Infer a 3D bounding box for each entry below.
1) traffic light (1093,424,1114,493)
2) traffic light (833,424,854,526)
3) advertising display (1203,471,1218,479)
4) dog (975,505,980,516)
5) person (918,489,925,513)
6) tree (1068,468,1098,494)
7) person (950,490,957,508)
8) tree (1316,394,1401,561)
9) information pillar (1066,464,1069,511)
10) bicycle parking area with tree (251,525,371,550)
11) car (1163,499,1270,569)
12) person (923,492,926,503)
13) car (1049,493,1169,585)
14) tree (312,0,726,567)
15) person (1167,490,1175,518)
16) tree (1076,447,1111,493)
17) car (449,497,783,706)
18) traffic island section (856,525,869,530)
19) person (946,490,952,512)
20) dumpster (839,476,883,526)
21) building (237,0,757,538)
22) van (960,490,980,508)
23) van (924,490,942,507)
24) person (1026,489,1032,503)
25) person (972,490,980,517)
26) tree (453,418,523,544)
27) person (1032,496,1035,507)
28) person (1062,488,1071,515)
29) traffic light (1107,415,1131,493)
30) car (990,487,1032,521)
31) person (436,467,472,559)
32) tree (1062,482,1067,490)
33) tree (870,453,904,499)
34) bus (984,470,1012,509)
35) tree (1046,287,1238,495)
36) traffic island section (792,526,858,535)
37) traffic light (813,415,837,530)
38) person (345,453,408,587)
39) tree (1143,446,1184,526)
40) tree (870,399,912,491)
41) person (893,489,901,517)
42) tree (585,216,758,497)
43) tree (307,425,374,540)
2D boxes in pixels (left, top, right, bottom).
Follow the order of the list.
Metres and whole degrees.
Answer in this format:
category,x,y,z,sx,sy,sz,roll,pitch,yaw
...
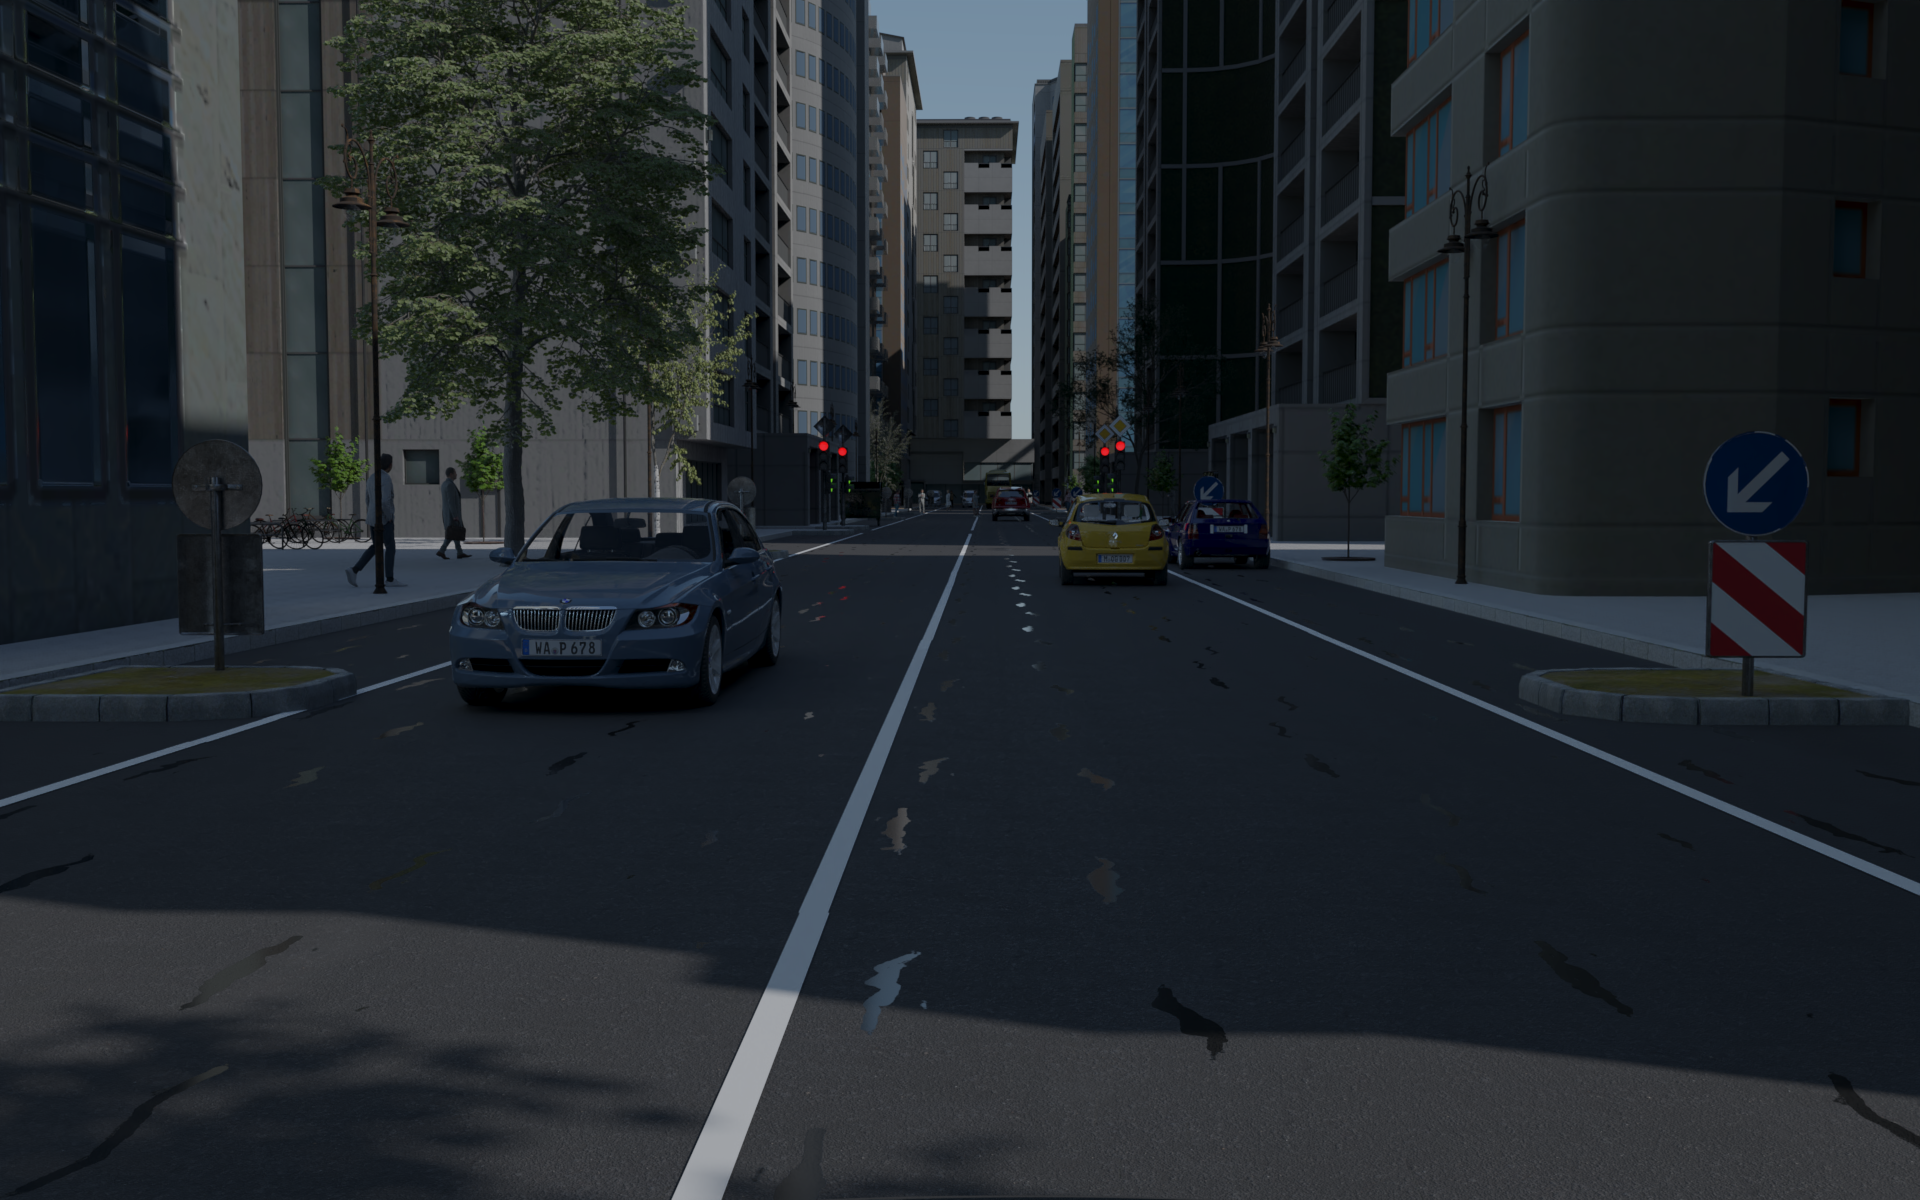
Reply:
category,x,y,z,sx,sy,sz,roll,pitch,yaw
traffic light,5.778,-4.929,69.511,0.839,4.253,0.868,0,4,1
traffic light,-4.682,-4.938,69.658,0.839,4.253,0.868,0,4,1
advertising display,7.005,-2.645,48.456,0.123,1.923,0.974,-1,4,-10
dog,1.008,-5.793,111.560,0.513,0.831,0.800,3,4,36
person,-2.893,-7.436,130.259,0.511,1.800,0.466,-1,4,-9
tree,8.681,-7.495,117.141,1.663,3.219,1.824,0,3,0
person,-0.888,-10.525,180.672,1.348,1.812,0.705,2,4,30
tree,7.425,-2.371,33.370,1.663,3.219,1.824,0,3,0
information pillar,8.243,-8.636,132.559,0.183,3.616,0.504,0,3,0
bicycle parking area with tree,-18.792,-3.412,42.788,9.016,4.147,8.231,0,4,7
car,5.074,-1.344,34.552,1.945,1.354,3.894,0,3,0
person,-4.814,-13.231,225.760,0.436,1.711,0.756,-2,4,-26
car,2.484,-1.125,28.616,2.015,1.641,3.980,0,4,3
tree,-7.757,-6.887,30.728,7.486,12.596,7.792,0,3,0
person,11.426,-5.378,93.781,0.447,1.846,0.655,0,4,-1
tree,9.874,-8.459,122.021,4.285,4.588,4.351,0,3,0
car,-2.453,-0.079,13.289,2.014,1.417,4.499,0,4,3
traffic island section,-4.722,-2.906,69.793,2.009,0.180,2.903,0,4,1
person,-0.930,-8.149,142.092,0.624,1.780,0.694,-1,4,-13
dumpster,-4.464,-4.472,78.073,1.985,2.255,1.502,0,4,-1
building,-14.146,-17.428,56.655,14.107,30.474,14.160,0,4,1
van,1.042,-10.693,181.842,2.013,2.044,4.112,0,4,0
van,-2.843,-10.762,182.977,2.013,2.044,4.112,0,4,1
person,5.027,-7.324,128.339,0.635,1.810,0.391,-1,4,-17
person,0.962,-6.029,108.076,0.522,1.701,0.512,1,4,21
tree,-12.244,-3.046,44.405,1.663,3.219,1.824,0,3,0
person,8.261,-10.900,189.944,0.697,1.427,0.421,3,4,39
person,6.125,-5.446,98.130,0.643,1.750,0.593,-3,5,-40
traffic light,5.654,-4.441,61.527,0.839,4.253,0.868,0,4,1
car,2.743,-5.181,93.386,2.281,1.827,5.304,0,4,1
person,-9.992,-1.714,34.168,0.767,1.812,0.694,-2,4,-30
tree,9.709,-9.326,147.083,1.663,3.219,1.824,0,3,0
tree,-6.077,-9.365,136.829,4.285,4.588,4.351,0,3,0
bus,3.800,-11.126,173.451,2.896,3.916,12.252,0,4,1
tree,8.093,-8.837,78.904,8.767,10.594,7.601,-1,4,-13
traffic island section,-4.846,-2.418,61.809,2.009,0.180,2.903,0,4,1
traffic light,-4.806,-4.450,61.674,0.839,4.253,0.868,0,4,1
person,-8.041,-1.099,23.858,0.795,1.843,0.661,-3,5,-41
tree,8.205,-4.551,69.009,1.663,3.219,1.824,0,3,0
tree,-5.990,-10.986,129.980,4.360,8.622,3.978,0,3,0
person,-3.757,-5.703,102.580,0.643,1.720,0.563,-2,4,-31
tree,-7.716,-5.801,45.213,4.737,8.622,4.395,0,3,0
tree,-17.719,-3.336,49.148,1.663,3.219,1.824,0,3,0
